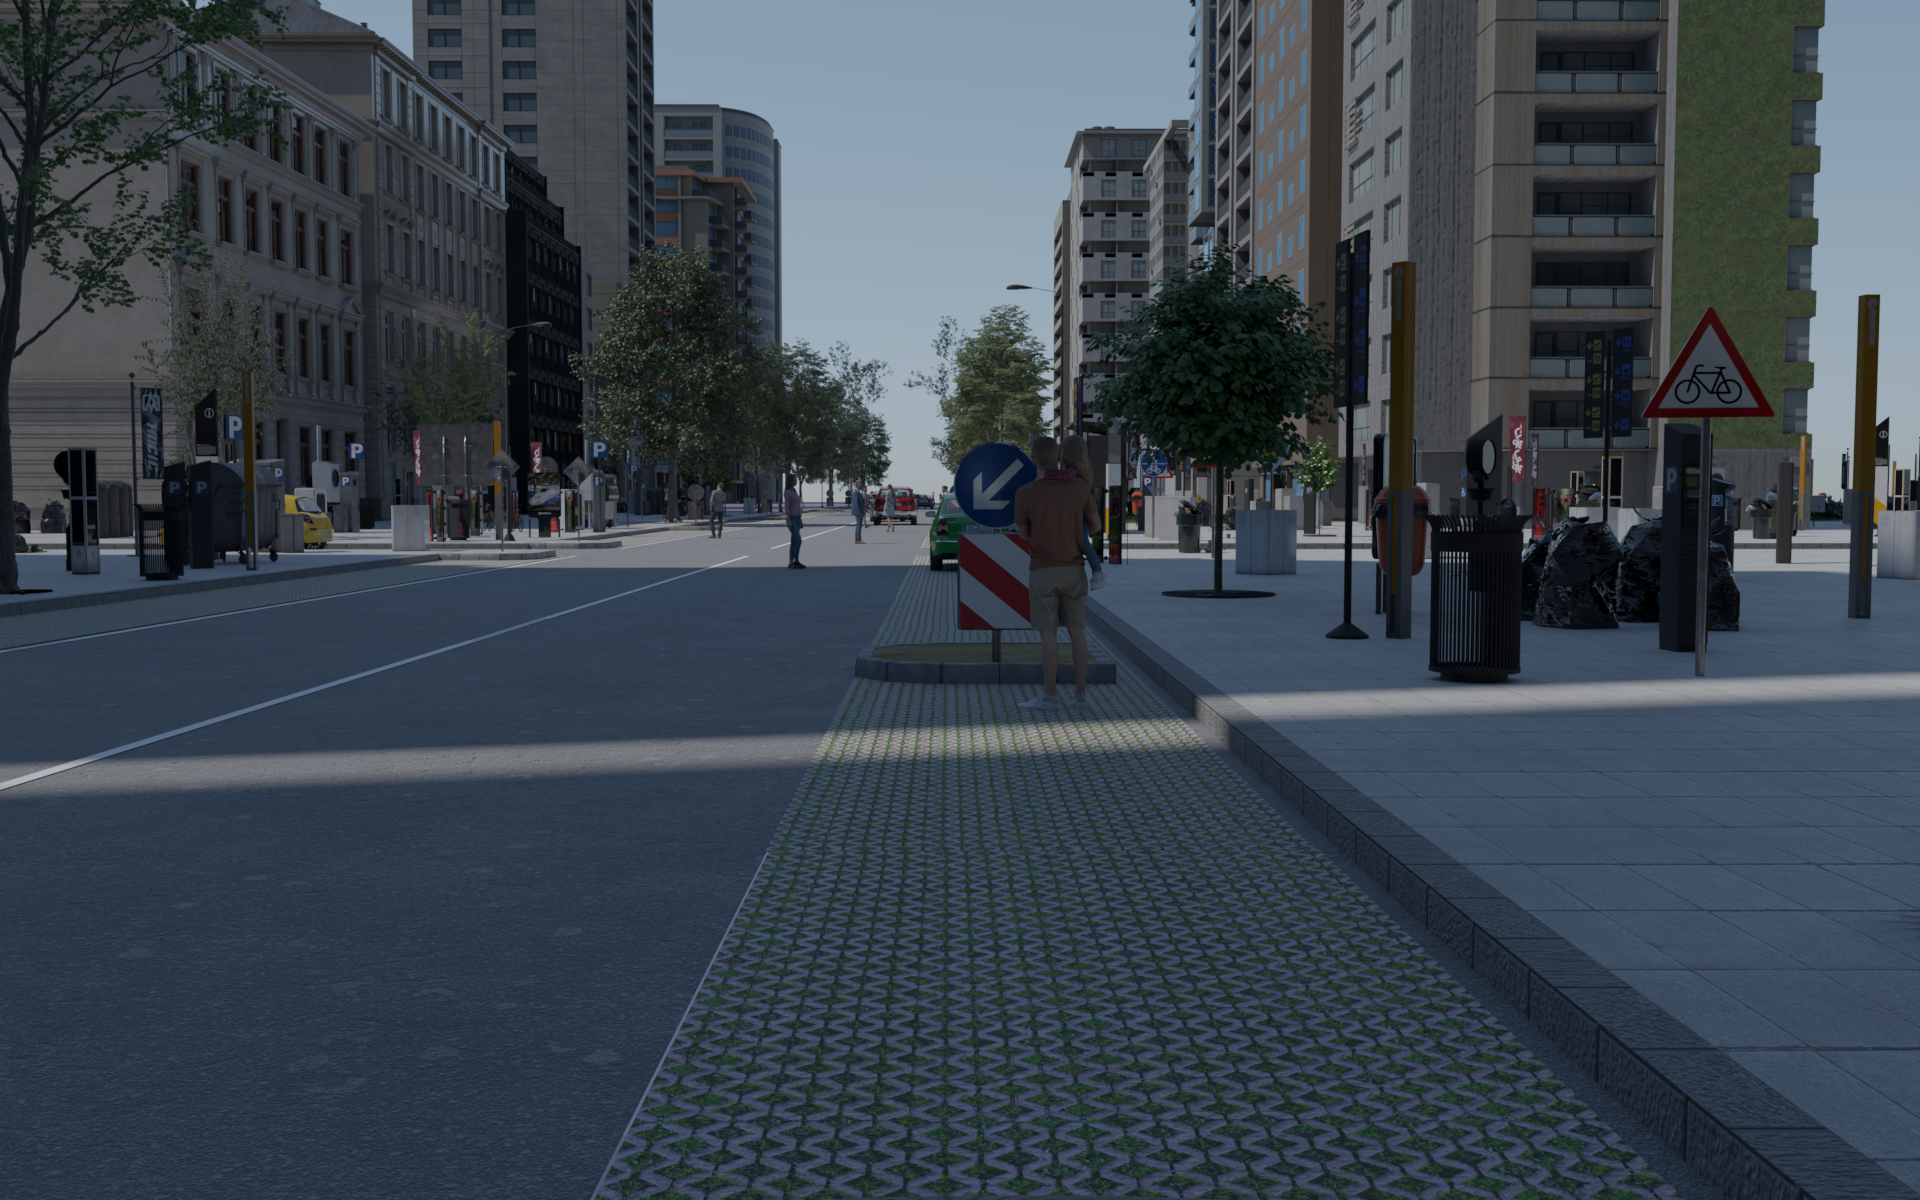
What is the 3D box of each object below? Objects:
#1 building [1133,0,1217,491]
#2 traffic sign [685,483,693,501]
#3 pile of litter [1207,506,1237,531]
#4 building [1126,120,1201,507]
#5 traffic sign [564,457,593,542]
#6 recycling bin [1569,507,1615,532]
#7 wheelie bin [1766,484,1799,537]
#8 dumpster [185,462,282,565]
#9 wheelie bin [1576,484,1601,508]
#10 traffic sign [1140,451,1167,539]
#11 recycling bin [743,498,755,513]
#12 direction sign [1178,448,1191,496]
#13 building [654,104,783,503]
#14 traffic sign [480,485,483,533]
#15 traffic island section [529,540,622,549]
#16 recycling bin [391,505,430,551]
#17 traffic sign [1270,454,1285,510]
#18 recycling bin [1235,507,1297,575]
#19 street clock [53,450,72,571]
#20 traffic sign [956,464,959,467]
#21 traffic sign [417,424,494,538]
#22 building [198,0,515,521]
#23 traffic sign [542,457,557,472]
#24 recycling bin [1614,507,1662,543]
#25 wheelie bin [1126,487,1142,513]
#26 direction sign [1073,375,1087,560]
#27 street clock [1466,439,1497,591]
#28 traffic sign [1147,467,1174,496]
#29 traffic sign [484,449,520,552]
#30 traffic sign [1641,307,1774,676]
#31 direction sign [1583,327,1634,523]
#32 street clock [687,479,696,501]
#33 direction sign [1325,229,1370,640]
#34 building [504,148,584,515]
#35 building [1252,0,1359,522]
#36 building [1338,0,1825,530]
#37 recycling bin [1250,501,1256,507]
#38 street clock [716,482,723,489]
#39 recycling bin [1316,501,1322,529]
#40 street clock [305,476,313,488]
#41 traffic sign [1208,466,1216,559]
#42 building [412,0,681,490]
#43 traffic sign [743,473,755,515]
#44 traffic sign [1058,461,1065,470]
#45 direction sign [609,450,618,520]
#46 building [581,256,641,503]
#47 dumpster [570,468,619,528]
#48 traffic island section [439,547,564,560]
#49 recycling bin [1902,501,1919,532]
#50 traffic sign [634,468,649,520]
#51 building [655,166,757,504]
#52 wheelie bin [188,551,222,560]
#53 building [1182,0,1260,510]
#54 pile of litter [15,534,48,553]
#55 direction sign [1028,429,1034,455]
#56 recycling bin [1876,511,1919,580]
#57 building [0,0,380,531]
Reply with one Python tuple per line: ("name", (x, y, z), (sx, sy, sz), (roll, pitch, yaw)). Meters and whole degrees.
("building", (27.248, -50.708, 141.739), (22.319, 86.520, 31.000), (0, 4, 0))
("traffic sign", (-14.733, -5.827, 95.278), (0.884, 2.594, 0.081), (0, 4, 7))
("pile of litter", (9.355, -2.891, 61.236), (1.719, 0.858, 1.176), (-3, 4, -36))
("building", (31.715, -29.344, 171.661), (32.217, 40.220, 23.993), (0, 4, 0))
("traffic sign", (-10.234, -2.620, 46.479), (0.795, 2.450, 0.064), (0, 4, 0))
("recycling bin", (12.089, -1.251, 33.007), (0.722, 1.027, 0.722), (0, 4, -4))
("wheelie bin", (24.806, -2.717, 52.330), (0.980, 1.594, 0.693), (-1, 4, -14))
("dumpster", (-13.552, -1.616, 32.176), (1.264, 1.857, 1.865), (0, 4, 0))
("wheelie bin", (19.976, -2.873, 54.878), (0.980, 1.594, 0.693), (3, 4, 36))
("traffic sign", (5.568, -3.042, 49.836), (0.768, 2.556, 0.104), (0, 4, 6))
("recycling bin", (-14.000, -6.273, 115.117), (0.722, 1.027, 0.722), (0, 4, -1))
("direction sign", (7.913, -4.229, 61.148), (0.379, 3.537, 0.876), (-1, 4, -22))
("building", (-38.744, -44.035, 261.963), (21.231, 58.520, 28.212), (0, 4, 0))
("traffic sign", (-15.330, -3.385, 55.449), (0.768, 2.556, 0.104), (0, 4, 5))
("traffic island section", (-10.258, -1.484, 46.540), (2.009, 0.180, 2.903), (0, 4, 0))
("recycling bin", (-12.382, -1.621, 39.051), (0.722, 1.027, 0.722), (0, 4, -7))
("traffic sign", (5.259, -1.717, 29.251), (0.795, 2.450, 0.064), (0, 4, 4))
("recycling bin", (4.910, -0.931, 27.777), (0.722, 1.027, 0.722), (-3, 5, -40))
("street clock", (-14.807, -1.488, 28.895), (0.471, 2.002, 0.358), (0, 4, -2))
("traffic sign", (0.314, -2.135, 38.544), (0.795, 2.450, 0.064), (0, 4, 0))
("traffic sign", (-14.657, -3.451, 50.302), (2.265, 3.308, 0.079), (0, 4, 6))
("building", (-33.002, -18.082, 92.910), (12.463, 27.353, 25.104), (0, 4, 0))
("traffic sign", (-14.126, -3.610, 59.133), (0.768, 2.556, 0.104), (0, 4, 2))
("recycling bin", (11.945, -1.076, 30.146), (0.722, 1.027, 0.722), (0, 4, -5))
("wheelie bin", (8.319, -4.538, 82.106), (0.693, 1.594, 0.980), (3, 5, 45))
("direction sign", (2.280, -2.538, 33.489), (0.379, 3.537, 0.876), (0, 4, -7))
("street clock", (6.860, -1.117, 22.836), (0.358, 2.002, 0.471), (3, 5, 41))
("traffic sign", (6.740, -3.563, 58.257), (0.884, 2.594, 0.081), (0, 4, 8))
("traffic sign", (-10.180, -2.132, 38.494), (0.795, 2.450, 0.064), (0, 4, 0))
("traffic sign", (5.216, -0.742, 12.140), (0.884, 2.594, 0.081), (0, 4, 7))
("direction sign", (8.944, -1.955, 23.958), (0.379, 3.537, 0.876), (-2, 4, -23))
("street clock", (-13.268, -4.958, 85.625), (0.358, 2.002, 0.471), (1, 4, 16))
("direction sign", (3.454, -1.428, 15.345), (0.379, 3.537, 0.876), (0, 4, -5))
("building", (-32.565, -17.357, 113.465), (12.332, 23.373, 15.834), (0, 4, 0))
("building", (22.783, -26.635, 85.589), (14.600, 45.320, 14.200), (0, 4, 0))
("building", (23.357, -23.473, 67.373), (14.086, 41.232, 14.154), (0, 4, 0))
("recycling bin", (11.106, -3.127, 63.679), (0.722, 1.027, 0.722), (2, 4, 26))
("street clock", (-13.370, -5.606, 96.230), (0.471, 2.002, 0.358), (-1, 4, -13))
("recycling bin", (13.101, -3.187, 64.659), (0.722, 1.027, 0.722), (1, 4, 23))
("street clock", (-25.375, -3.862, 67.720), (0.358, 2.002, 0.471), (0, 4, 5))
("traffic sign", (5.024, -2.099, 34.315), (0.884, 2.594, 0.081), (0, 4, 5))
("building", (-36.837, -44.093, 159.174), (20.563, 71.187, 20.611), (0, 4, 0))
("traffic sign", (-12.733, -6.381, 104.436), (0.768, 2.556, 0.104), (0, 4, 3))
("traffic sign", (3.830, -3.997, 65.458), (0.768, 2.556, 0.104), (0, 4, 1))
("direction sign", (-17.253, -5.769, 86.316), (0.379, 3.537, 0.876), (-3, 4, -39))
("building", (-41.314, -17.793, 135.950), (27.650, 21.520, 28.899), (0, 4, 0))
("dumpster", (-13.681, -3.809, 64.766), (1.502, 2.255, 1.985), (0, 4, 0))
("traffic island section", (-10.204, -0.995, 38.556), (2.009, 0.180, 2.903), (0, 4, 0))
("recycling bin", (35.255, -3.121, 63.576), (0.722, 1.027, 0.722), (0, 4, -2))
("traffic sign", (-15.607, -5.184, 84.859), (0.768, 2.556, 0.104), (0, 4, 8))
("building", (-39.147, -35.392, 233.275), (22.147, 44.769, 28.867), (0, 4, 0))
("wheelie bin", (-14.792, -1.599, 34.054), (0.693, 1.594, 0.980), (0, 4, -7))
("building", (25.937, -41.096, 110.180), (20.563, 71.187, 20.611), (0, 4, 0))
("pile of litter", (-20.938, -1.462, 37.875), (1.719, 0.858, 1.176), (0, 4, 8))
("direction sign", (2.498, -4.214, 60.896), (0.379, 3.537, 0.876), (0, 4, -8))
("recycling bin", (14.453, -0.838, 26.249), (0.722, 1.027, 0.722), (-1, 4, -15))
("building", (-32.545, -14.298, 69.925), (11.583, 22.565, 21.152), (0, 4, 0))
